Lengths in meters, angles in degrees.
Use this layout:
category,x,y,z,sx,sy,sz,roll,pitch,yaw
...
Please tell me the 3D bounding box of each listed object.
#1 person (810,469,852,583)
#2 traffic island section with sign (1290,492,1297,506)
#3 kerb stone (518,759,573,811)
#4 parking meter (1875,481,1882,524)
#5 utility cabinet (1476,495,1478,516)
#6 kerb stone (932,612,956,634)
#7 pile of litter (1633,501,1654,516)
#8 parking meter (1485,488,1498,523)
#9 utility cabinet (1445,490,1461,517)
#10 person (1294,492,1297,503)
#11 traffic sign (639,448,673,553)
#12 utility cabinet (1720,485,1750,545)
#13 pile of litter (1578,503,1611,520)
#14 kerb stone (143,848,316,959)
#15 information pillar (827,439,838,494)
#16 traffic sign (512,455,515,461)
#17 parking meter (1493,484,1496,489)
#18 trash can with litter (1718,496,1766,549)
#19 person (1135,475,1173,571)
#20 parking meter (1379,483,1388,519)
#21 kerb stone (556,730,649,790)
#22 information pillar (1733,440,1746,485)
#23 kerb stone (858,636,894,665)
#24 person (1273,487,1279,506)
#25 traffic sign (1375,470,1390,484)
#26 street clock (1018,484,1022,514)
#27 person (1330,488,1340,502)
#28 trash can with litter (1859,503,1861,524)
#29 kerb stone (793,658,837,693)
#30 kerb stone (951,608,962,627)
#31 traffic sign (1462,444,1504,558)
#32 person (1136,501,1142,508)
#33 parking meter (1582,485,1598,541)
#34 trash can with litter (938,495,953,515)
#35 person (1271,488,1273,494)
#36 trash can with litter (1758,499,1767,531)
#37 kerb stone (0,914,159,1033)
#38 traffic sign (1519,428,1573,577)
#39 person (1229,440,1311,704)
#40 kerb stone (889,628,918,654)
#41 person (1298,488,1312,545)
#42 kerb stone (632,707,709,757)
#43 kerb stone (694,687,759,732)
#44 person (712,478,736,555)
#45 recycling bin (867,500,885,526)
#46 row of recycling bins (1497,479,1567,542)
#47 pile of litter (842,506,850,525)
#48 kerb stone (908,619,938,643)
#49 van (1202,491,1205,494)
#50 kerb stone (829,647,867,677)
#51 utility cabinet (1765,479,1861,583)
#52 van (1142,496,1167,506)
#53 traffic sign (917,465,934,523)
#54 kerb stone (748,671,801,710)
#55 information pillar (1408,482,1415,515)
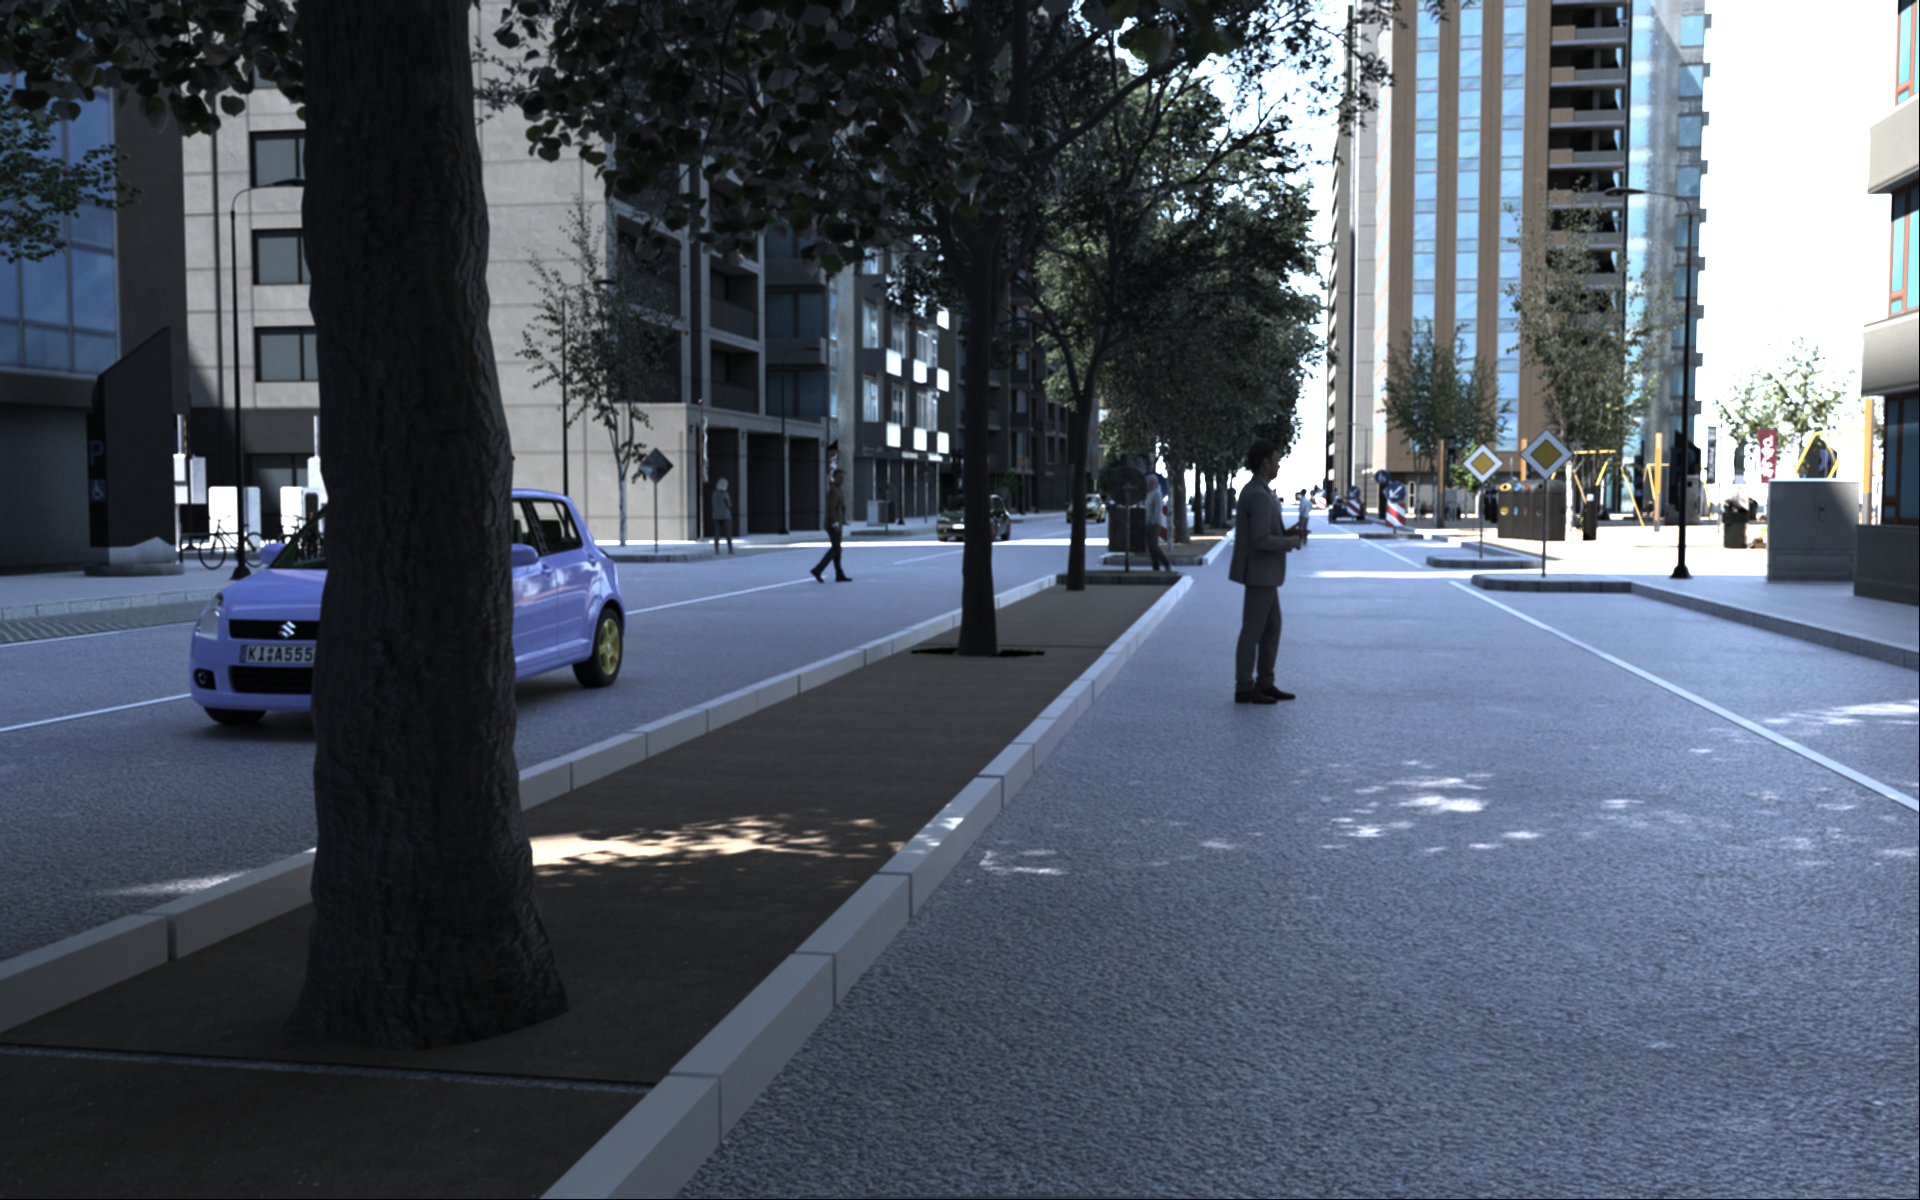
category,x,y,z,sx,sy,sz,roll,pitch,yaw
person,-2.056,-1.207,28.138,0.836,1.842,0.656,-3,4,-37
traffic island section with sign,41.929,-12.517,213.277,1.989,1.847,2.006,1,4,10
kerb stone,-2.013,0.879,7.816,0.120,0.150,1.000,1,4,10
parking meter,17.785,-1.519,33.254,0.372,1.533,0.369,0,3,0
utility cabinet,30.982,-5.642,103.405,0.306,1.237,1.020,1,4,11
kerb stone,-0.219,0.263,17.900,0.120,0.150,1.000,1,4,10
pile of litter,40.828,-5.424,102.642,1.176,0.858,1.719,-3,5,-43
parking meter,25.666,-4.624,84.021,0.372,1.533,0.369,0,3,0
utility cabinet,26.882,-5.262,94.708,0.318,1.500,1.173,-2,4,-25
person,50.826,-15.517,262.217,1.348,1.822,0.705,-1,4,-14
traffic sign,-6.585,-2.072,37.515,0.795,2.450,0.064,1,4,10
utility cabinet,19.008,-2.071,42.535,0.318,1.500,1.173,0,4,7
pile of litter,31.067,-4.329,84.742,1.719,0.858,1.176,0,4,5
kerb stone,-2.366,1.004,5.798,0.120,0.150,1.000,1,4,10
information pillar,-5.368,-5.006,73.210,0.504,3.616,0.183,1,4,15
traffic sign,-7.985,-1.591,29.653,0.795,2.450,0.064,1,4,10
parking meter,32.361,-6.084,105.179,0.255,1.863,0.399,2,4,25
trash can with litter,18.309,-1.775,40.405,1.055,1.170,0.624,0,4,3
person,3.352,-1.281,29.933,0.515,1.767,0.782,-1,4,-13
parking meter,21.643,-5.071,88.619,0.399,1.863,0.255,0,4,-3
kerb stone,-1.833,0.821,8.823,0.120,0.150,1.000,1,4,10
information pillar,33.675,-5.107,74.848,0.504,3.616,0.183,-1,4,-8
kerb stone,-0.750,0.452,14.875,0.120,0.150,1.000,1,4,10
person,18.278,-5.611,100.250,0.388,1.821,0.555,2,4,32
traffic sign,22.222,-5.572,91.207,0.768,2.556,0.104,1,4,16
street clock,3.921,-6.593,112.358,0.358,2.002,0.471,0,4,-5
person,22.873,-5.916,105.431,0.606,1.804,0.583,2,4,29
trash can with litter,27.403,-2.554,53.147,1.055,1.170,0.624,-3,5,-40
kerb stone,-1.113,0.574,12.856,0.120,0.150,1.000,1,4,10
kerb stone,-0.034,0.201,18.909,0.120,0.150,1.000,1,4,10
traffic sign,10.390,-1.886,34.482,0.795,2.450,0.064,1,4,10
person,10.675,-5.744,102.637,0.478,1.798,0.641,-2,4,-27
parking meter,17.370,-2.405,47.740,0.372,1.533,0.369,0,3,0
trash can with litter,-0.657,-5.958,108.475,1.678,1.210,2.233,-2,4,-24
person,14.739,-4.446,82.202,0.522,1.701,0.512,0,4,-8
trash can with litter,28.684,-2.999,60.086,2.233,1.210,1.678,0,4,3
kerb stone,-2.557,1.065,4.787,0.120,0.150,1.000,1,4,10
traffic sign,8.989,-1.405,26.620,0.795,2.450,0.064,1,4,10
person,2.145,-0.194,11.877,0.583,1.804,0.606,0,4,-2
kerb stone,-0.568,0.392,15.885,0.120,0.150,1.000,1,4,10
person,9.662,-2.347,48.688,0.589,1.601,0.330,-3,5,-41
kerb stone,-1.655,0.756,9.832,0.120,0.150,1.000,1,4,10
kerb stone,-1.475,0.695,10.839,0.120,0.150,1.000,1,4,10
person,-5.582,-1.961,40.754,0.537,1.800,0.526,3,4,38
recycling bin,-3.334,-3.444,68.869,0.722,1.027,0.722,0,4,-3
row of recycling bins,15.988,-2.519,48.303,1.069,1.692,3.534,0,4,-3
pile of litter,-5.191,-3.554,72.067,1.176,0.858,1.719,-1,4,-15
kerb stone,-0.391,0.324,16.892,0.120,0.150,1.000,1,4,10
van,35.500,-14.821,249.341,2.013,2.044,4.112,1,4,9
kerb stone,-0.939,0.517,13.867,0.120,0.150,1.000,1,4,10
utility cabinet,12.283,-0.996,24.957,1.173,1.500,0.318,1,4,18
van,18.046,-9.527,160.151,2.240,2.365,5.245,1,4,12
traffic sign,-1.499,-4.629,75.796,0.768,2.556,0.104,1,4,13
kerb stone,-1.300,0.633,11.848,0.120,0.150,1.000,1,4,10
information pillar,27.099,-6.083,103.947,0.304,2.012,0.304,0,4,7
